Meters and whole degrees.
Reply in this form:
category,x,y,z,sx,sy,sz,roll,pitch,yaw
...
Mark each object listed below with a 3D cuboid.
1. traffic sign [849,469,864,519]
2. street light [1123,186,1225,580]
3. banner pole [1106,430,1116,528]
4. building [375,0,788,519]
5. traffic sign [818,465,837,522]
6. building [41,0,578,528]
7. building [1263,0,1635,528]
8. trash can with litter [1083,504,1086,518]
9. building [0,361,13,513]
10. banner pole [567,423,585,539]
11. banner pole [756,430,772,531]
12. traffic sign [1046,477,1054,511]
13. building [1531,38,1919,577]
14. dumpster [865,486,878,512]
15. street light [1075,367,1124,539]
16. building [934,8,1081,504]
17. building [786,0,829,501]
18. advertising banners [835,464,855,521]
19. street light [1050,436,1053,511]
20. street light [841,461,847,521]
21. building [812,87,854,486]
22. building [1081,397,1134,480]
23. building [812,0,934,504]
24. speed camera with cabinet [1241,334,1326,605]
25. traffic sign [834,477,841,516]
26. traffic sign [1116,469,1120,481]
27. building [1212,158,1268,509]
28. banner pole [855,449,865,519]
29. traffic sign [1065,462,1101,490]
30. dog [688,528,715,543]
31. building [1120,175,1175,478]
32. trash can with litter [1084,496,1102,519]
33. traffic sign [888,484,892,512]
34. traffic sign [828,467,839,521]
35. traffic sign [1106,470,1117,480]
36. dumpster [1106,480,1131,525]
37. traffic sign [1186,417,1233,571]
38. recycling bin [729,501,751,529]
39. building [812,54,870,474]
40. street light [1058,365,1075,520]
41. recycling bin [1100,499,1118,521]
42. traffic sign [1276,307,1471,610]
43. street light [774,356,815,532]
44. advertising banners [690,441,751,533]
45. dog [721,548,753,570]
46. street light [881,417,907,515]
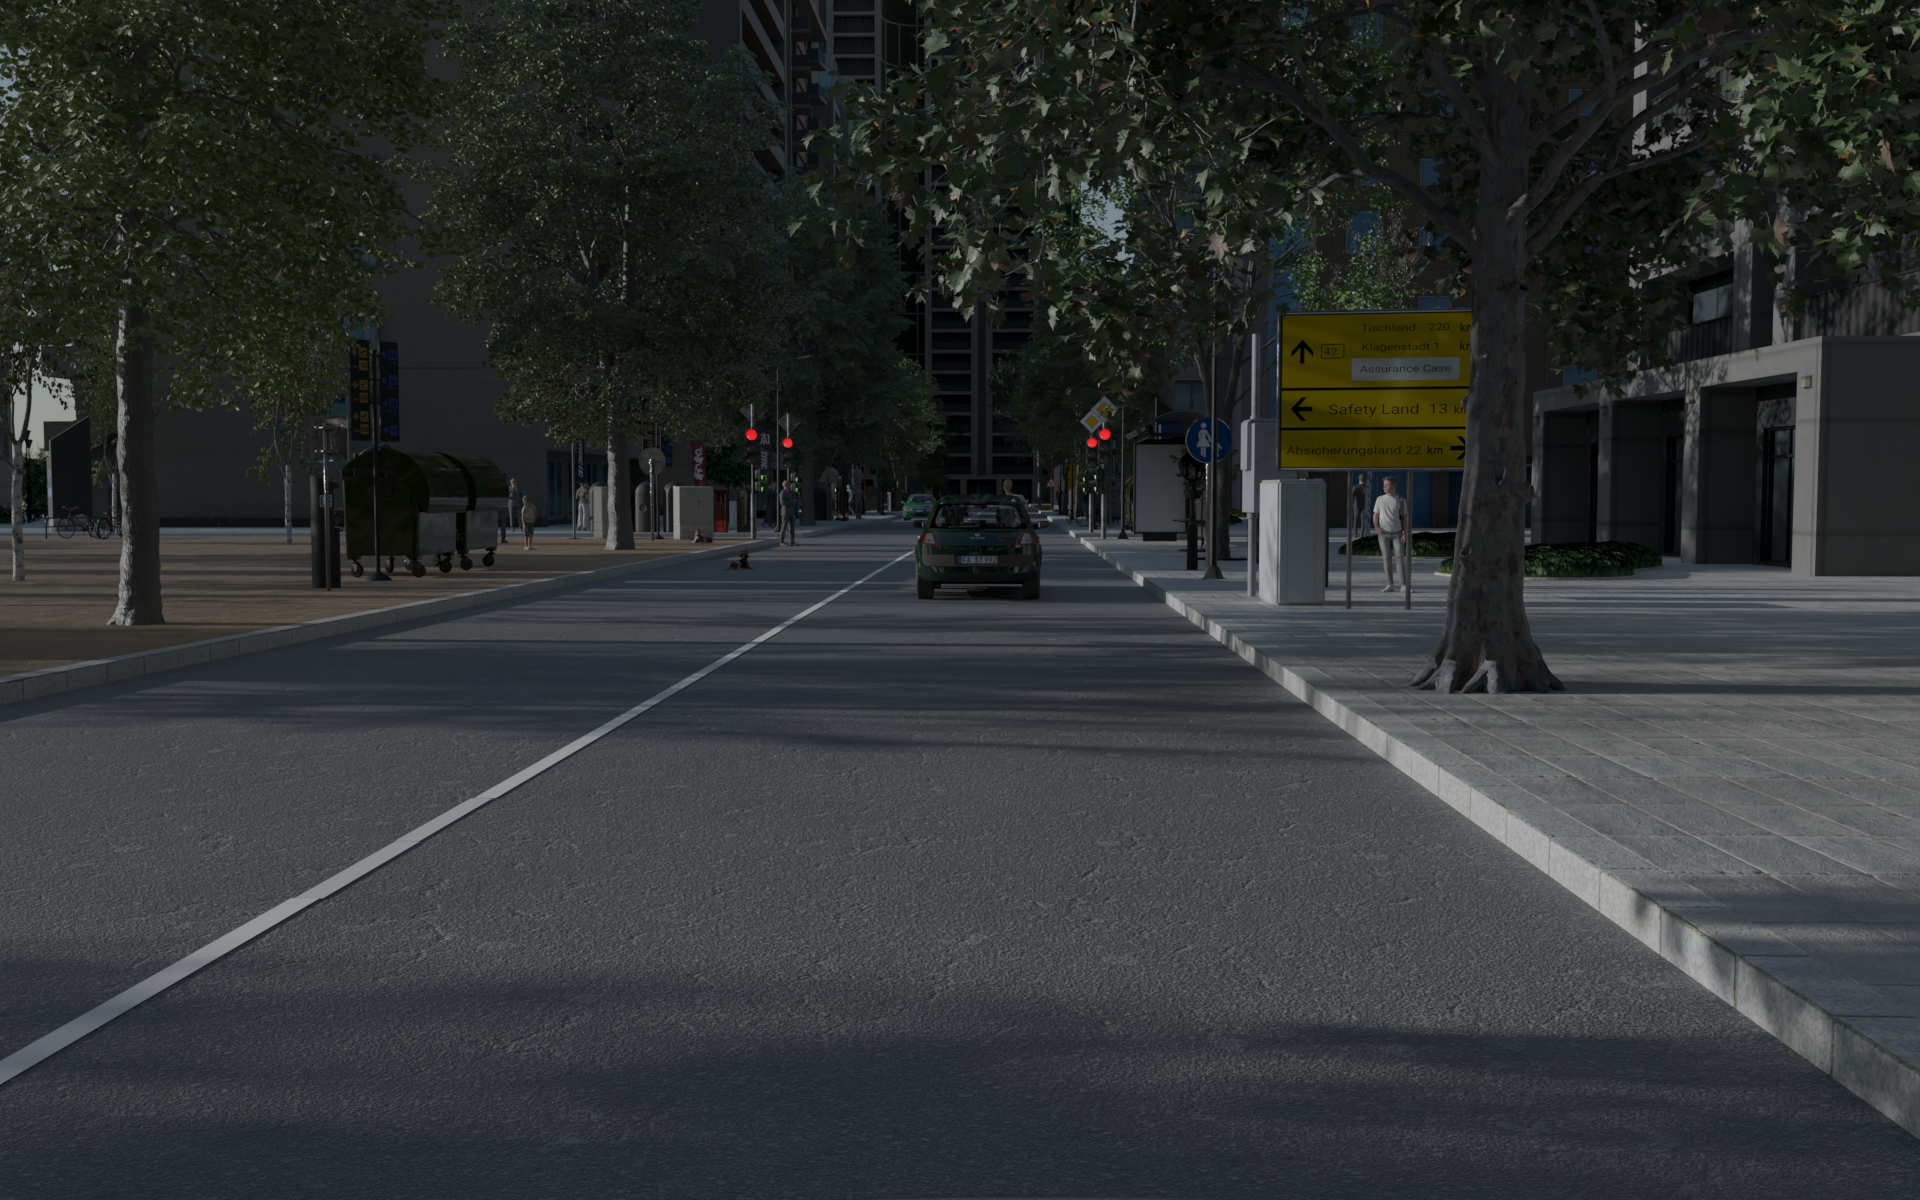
category,x,y,z,sx,sy,sz,roll,pitch,yaw
traffic sign,-5.254,-5.362,87.779,0.768,2.556,0.104,0,4,7
street light,3.286,-3.270,26.000,1.470,5.913,1.316,0,4,2
banner pole,5.854,-4.674,66.429,0.401,3.779,0.863,1,4,23
building,-23.216,-29.893,112.457,21.300,48.544,21.600,0,4,2
traffic sign,-5.992,-4.789,78.311,0.884,2.594,0.081,0,4,7
building,-26.344,-27.643,75.663,21.300,48.544,21.600,0,4,2
building,20.508,-25.692,70.172,14.200,45.320,14.600,0,4,2
trash can with litter,6.979,-4.871,91.022,1.055,1.170,0.624,3,5,42
building,-66.218,-30.036,80.320,27.495,52.752,28.713,0,4,2
banner pole,-10.903,-3.633,49.418,0.401,3.779,0.863,1,4,18
banner pole,-6.905,-4.266,59.758,0.863,3.779,0.401,1,4,9
traffic sign,6.919,-8.029,131.284,0.884,2.594,0.081,0,4,6
building,23.642,-36.132,29.006,20.563,71.187,20.611,0,4,2
dumpster,-6.309,-7.324,125.511,1.264,1.857,1.865,0,4,2
street light,4.096,-4.683,49.110,1.470,5.913,1.316,0,4,2
building,5.975,-48.641,233.524,20.611,71.187,20.563,0,4,2
building,-23.079,-30.154,147.640,22.147,44.769,28.867,0,4,2
advertising banners,-5.565,-5.397,84.421,0.090,3.025,2.074,2,4,25
street light,5.044,-6.942,86.041,1.470,5.913,1.316,0,4,2
street light,-4.926,-6.661,81.447,1.470,5.913,1.316,0,4,2
building,-18.009,-29.691,169.039,14.154,41.232,14.086,0,4,2
building,23.209,-28.057,230.433,14.107,30.474,14.160,0,4,2
building,-14.657,-48.618,233.154,20.611,71.187,20.563,0,4,2
speed camera with cabinet,3.880,-1.620,20.819,0.660,3.252,2.038,0,4,-3
traffic sign,-7.237,-6.048,101.007,0.606,2.300,0.079,0,4,5
traffic sign,7.529,-5.221,85.463,0.768,2.556,0.104,0,4,5
building,27.114,-34.863,112.003,21.231,58.520,28.212,0,4,2
banner pole,-5.274,-6.112,89.946,0.401,3.779,0.863,2,4,27
traffic sign,7.821,-7.111,110.129,2.265,3.308,0.079,0,4,8
dog,-6.728,-1.675,45.129,0.550,0.427,0.748,-2,4,-30
building,29.132,-34.536,184.270,23.786,49.044,30.456,0,4,2
trash can with litter,7.123,-4.706,87.993,1.678,1.210,2.233,-1,4,-8
traffic sign,-5.137,-7.585,124.121,0.768,2.556,0.104,0,4,7
traffic sign,-6.144,-5.032,82.374,0.768,2.556,0.104,0,4,8
traffic sign,7.317,-5.203,85.182,0.768,2.556,0.104,1,4,10
dumpster,6.659,-4.036,71.743,1.264,1.857,1.865,0,4,2
traffic sign,4.106,-1.745,28.631,0.768,2.556,0.104,0,4,2
recycling bin,-7.980,-3.119,63.550,0.722,1.027,0.722,-3,5,-39
building,-25.497,-34.846,189.344,30.456,49.044,23.786,0,4,2
street light,4.327,-5.511,62.646,1.470,5.913,1.316,0,4,2
recycling bin,7.138,-4.289,82.679,0.722,1.027,0.722,1,4,20
traffic sign,4.651,-1.547,19.159,2.265,3.308,0.079,1,4,10
street light,-5.575,-5.247,58.332,1.470,5.913,1.316,0,4,2
advertising banners,-7.895,-3.739,57.328,2.074,3.025,0.090,0,4,-1
dog,-4.257,-0.782,32.975,0.748,0.427,0.550,-1,4,-21
street light,-4.113,-8.074,104.556,1.470,5.913,1.316,0,4,2
